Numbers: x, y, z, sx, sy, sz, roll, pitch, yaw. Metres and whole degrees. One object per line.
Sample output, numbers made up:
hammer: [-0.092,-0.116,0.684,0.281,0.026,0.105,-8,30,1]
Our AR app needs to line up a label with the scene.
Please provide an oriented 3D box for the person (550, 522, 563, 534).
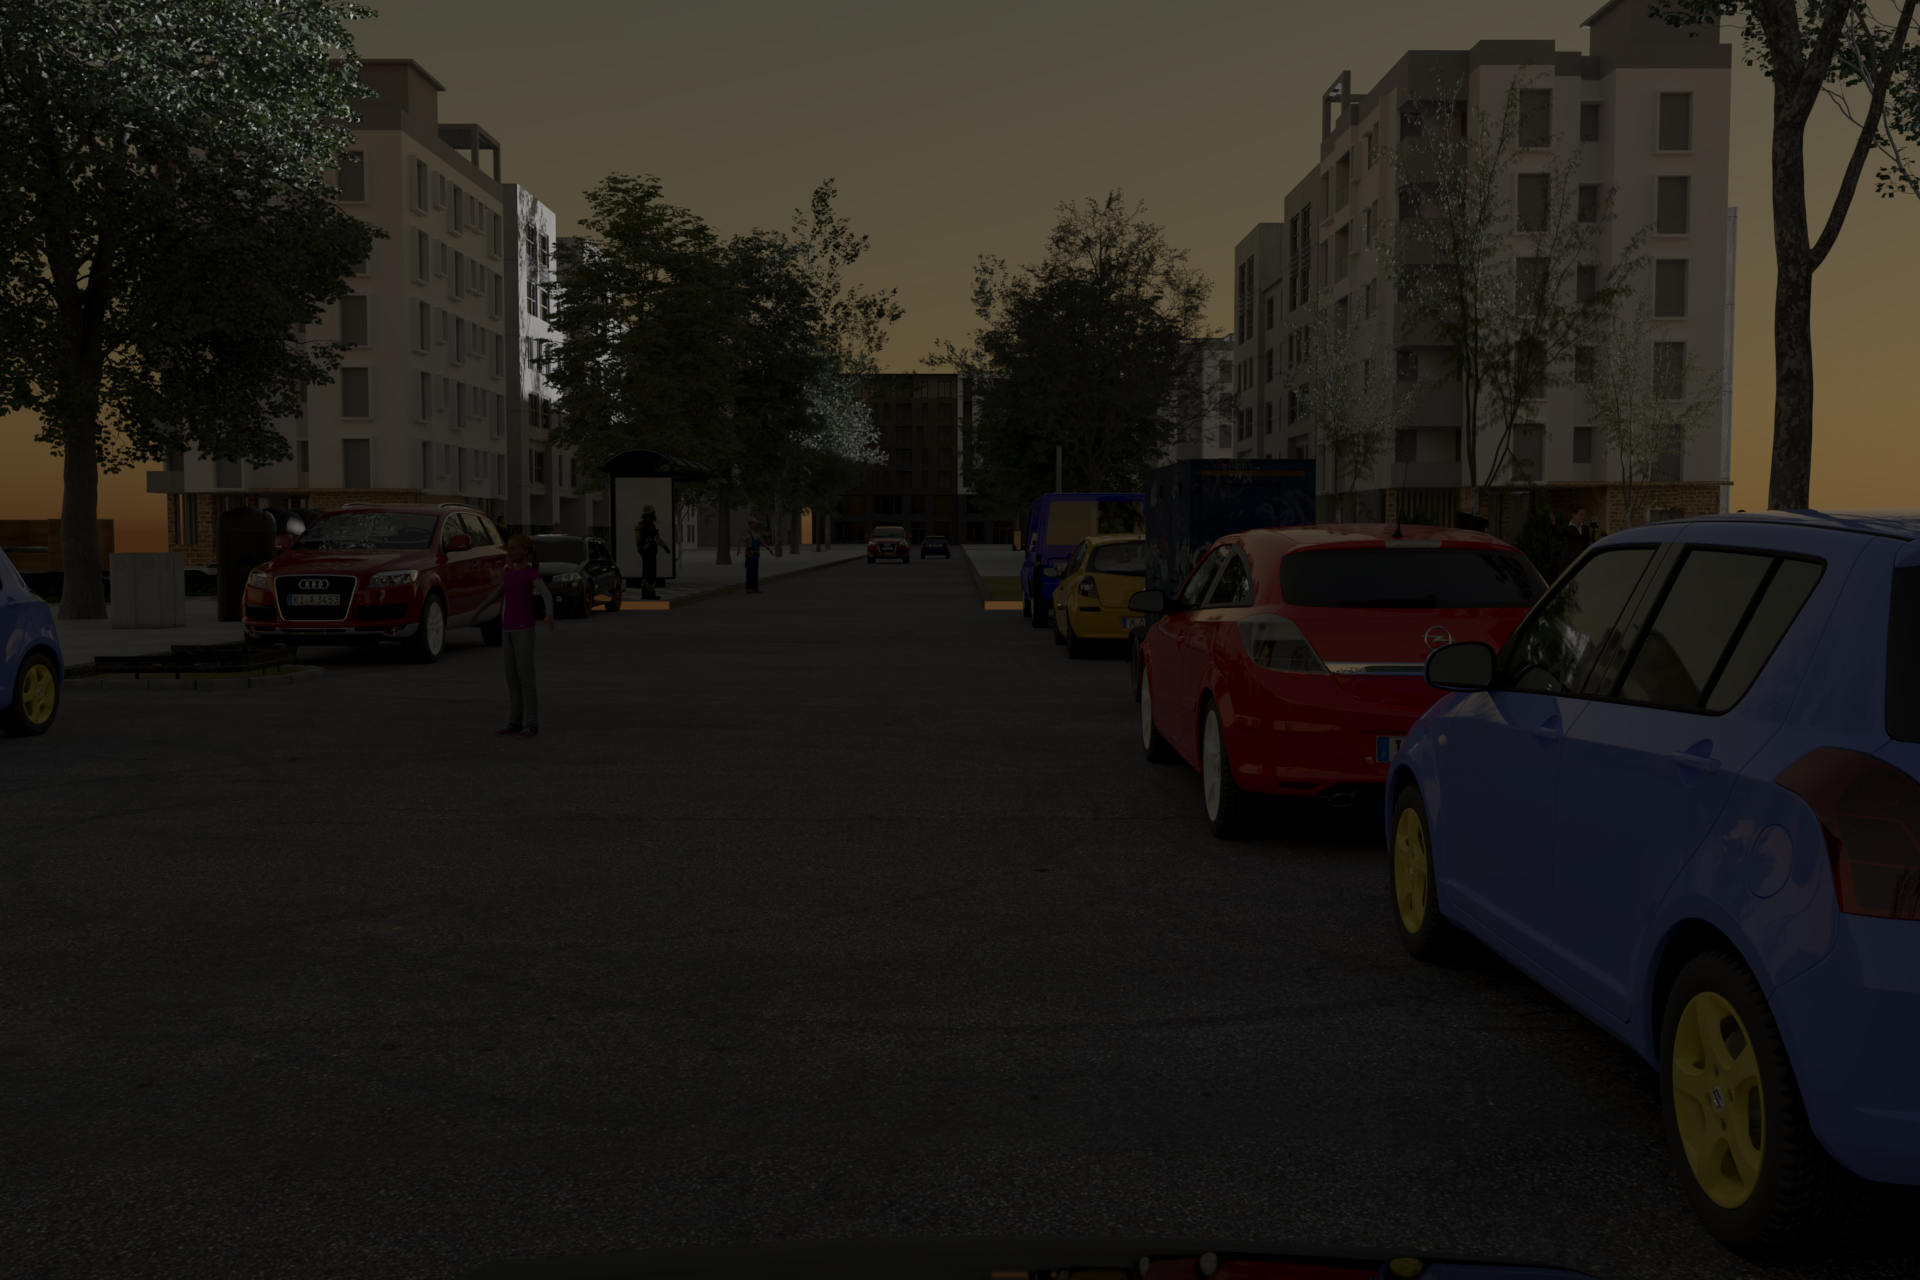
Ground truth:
person: [-15.614,-3.666,66.735,1.217,1.733,0.721,2,4,29]

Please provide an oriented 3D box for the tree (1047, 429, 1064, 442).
tree: [5.516,-9.571,106.851,4.737,8.622,4.395,0,3,0]

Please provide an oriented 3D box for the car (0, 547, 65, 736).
car: [-7.378,-0.088,11.031,1.945,1.707,3.694,0,3,0]

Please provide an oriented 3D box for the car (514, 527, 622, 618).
car: [-7.173,-1.281,30.732,2.009,1.686,4.222,0,4,0]

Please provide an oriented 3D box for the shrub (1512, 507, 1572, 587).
shrub: [13.666,-2.194,40.289,1.690,2.028,1.600,0,3,0]

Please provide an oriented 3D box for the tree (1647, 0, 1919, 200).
tree: [22.157,-11.229,39.479,12.611,20.169,13.585,0,3,0]

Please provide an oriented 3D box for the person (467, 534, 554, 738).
person: [-3.162,-0.032,12.240,0.991,1.433,0.599,3,5,41]

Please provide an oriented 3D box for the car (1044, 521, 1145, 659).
car: [2.065,-0.676,21.274,2.015,1.641,3.980,0,4,0]

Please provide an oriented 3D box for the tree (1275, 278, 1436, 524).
tree: [10.896,-6.132,50.625,4.360,8.622,3.978,0,3,0]

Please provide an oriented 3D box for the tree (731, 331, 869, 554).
tree: [-10.553,-12.467,110.497,9.857,13.997,8.962,0,3,0]

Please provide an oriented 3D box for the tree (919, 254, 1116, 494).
tree: [3.896,-16.058,118.440,12.611,20.169,13.585,0,3,0]

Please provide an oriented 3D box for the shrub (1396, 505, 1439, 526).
shrub: [11.784,-2.487,44.696,1.661,2.075,1.752,0,3,0]

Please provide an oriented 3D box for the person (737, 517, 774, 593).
person: [-5.001,-2.054,41.904,0.705,1.847,1.347,2,4,33]

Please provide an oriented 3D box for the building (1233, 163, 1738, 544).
building: [25.379,-13.760,91.441,16.747,18.905,31.486,0,4,0]

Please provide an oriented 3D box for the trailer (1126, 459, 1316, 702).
trailer: [2.184,-0.493,15.113,1.471,1.999,3.904,0,4,-1]

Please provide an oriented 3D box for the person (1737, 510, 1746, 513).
person: [14.556,-1.568,32.446,1.217,1.737,0.721,-1,4,-13]

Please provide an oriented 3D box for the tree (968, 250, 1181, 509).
tree: [5.378,-10.475,77.921,9.857,13.997,8.962,0,3,0]

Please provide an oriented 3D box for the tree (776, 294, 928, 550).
tree: [-9.449,-17.160,136.448,12.611,20.169,13.585,0,3,0]

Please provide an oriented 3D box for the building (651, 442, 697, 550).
building: [-27.658,-12.902,153.103,9.099,9.664,28.070,0,4,0]

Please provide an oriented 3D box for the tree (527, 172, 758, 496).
tree: [-10.067,-8.385,55.220,7.486,12.596,7.792,0,3,0]

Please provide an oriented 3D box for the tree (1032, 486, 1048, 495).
tree: [4.492,-9.196,100.715,4.360,8.622,3.978,0,3,0]

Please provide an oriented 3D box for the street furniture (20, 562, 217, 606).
street furniture: [-16.188,-1.261,36.249,5.734,0.657,10.072,1,4,23]

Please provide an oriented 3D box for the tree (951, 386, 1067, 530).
tree: [4.432,-14.194,138.731,9.857,13.997,8.962,0,3,0]

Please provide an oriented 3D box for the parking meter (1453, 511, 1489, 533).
parking meter: [5.550,-0.638,18.844,0.372,1.533,0.369,0,3,0]

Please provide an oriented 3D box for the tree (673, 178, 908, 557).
tree: [-9.322,-14.509,93.110,12.611,20.169,13.585,0,3,0]

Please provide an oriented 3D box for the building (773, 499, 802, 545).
building: [-28.621,-20.594,203.170,16.747,18.905,31.486,0,4,1]

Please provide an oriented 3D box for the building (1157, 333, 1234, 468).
building: [23.849,-18.787,163.581,16.016,20.090,11.380,0,4,0]

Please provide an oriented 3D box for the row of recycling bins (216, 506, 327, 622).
row of recycling bins: [-10.501,-1.215,26.986,1.069,1.692,3.534,0,4,0]

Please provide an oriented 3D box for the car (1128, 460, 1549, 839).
car: [2.058,-0.036,9.628,2.155,1.783,4.494,0,4,0]

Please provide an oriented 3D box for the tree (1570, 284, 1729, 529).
tree: [19.783,-6.183,51.450,4.360,8.622,3.978,0,3,0]

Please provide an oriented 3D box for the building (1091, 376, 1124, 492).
building: [22.982,-20.498,201.598,16.747,18.905,31.486,0,4,0]

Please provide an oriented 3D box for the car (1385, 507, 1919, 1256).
car: [2.344,0.297,4.743,1.945,1.707,3.694,0,3,0]

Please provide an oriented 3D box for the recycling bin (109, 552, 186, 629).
recycling bin: [-11.110,-0.682,23.700,0.722,1.027,0.722,0,4,0]

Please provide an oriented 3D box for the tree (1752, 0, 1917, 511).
tree: [7.919,-9.793,16.007,12.611,20.169,13.585,0,3,0]

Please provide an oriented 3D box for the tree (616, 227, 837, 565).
tree: [-10.064,-10.160,72.777,9.857,13.997,8.962,0,3,0]

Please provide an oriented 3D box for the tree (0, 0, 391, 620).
tree: [-13.269,-7.300,26.004,9.857,13.997,8.962,0,3,0]

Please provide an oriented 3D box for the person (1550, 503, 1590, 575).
person: [8.623,-1.074,24.410,0.742,1.727,0.445,-3,5,-43]

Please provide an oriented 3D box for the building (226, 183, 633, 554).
building: [-30.732,-14.489,103.358,16.747,18.905,31.486,0,4,0]

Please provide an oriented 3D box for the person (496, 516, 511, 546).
person: [-13.223,-2.682,50.030,0.705,1.806,1.347,1,4,19]

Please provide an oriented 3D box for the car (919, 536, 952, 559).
car: [-1.440,-5.402,100.899,1.945,1.354,3.894,0,4,-1]

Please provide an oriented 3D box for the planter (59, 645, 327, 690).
planter: [-7.349,0.259,16.902,1.991,0.319,1.994,0,4,0]

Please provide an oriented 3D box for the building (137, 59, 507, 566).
building: [-26.825,-13.089,70.429,16.016,20.090,11.380,0,4,0]

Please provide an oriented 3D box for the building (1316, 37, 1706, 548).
building: [20.303,-13.201,72.248,16.016,20.090,11.380,0,3,0]

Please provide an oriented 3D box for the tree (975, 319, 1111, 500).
tree: [4.659,-10.551,90.637,7.486,12.596,7.792,0,3,0]

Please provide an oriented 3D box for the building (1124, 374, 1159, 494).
building: [22.372,-19.911,181.963,16.016,20.090,11.380,0,4,0]

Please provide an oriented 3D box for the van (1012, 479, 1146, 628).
van: [2.021,-1.453,28.147,2.240,2.365,5.245,0,4,0]

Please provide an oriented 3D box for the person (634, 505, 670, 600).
person: [-6.070,-1.723,33.950,0.705,1.856,1.354,-2,4,-35]

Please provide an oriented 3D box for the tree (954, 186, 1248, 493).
tree: [4.919,-9.270,61.941,12.009,13.543,11.850,0,3,0]

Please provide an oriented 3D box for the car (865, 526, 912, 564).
car: [-3.506,-4.702,85.558,2.281,1.827,5.304,0,4,-1]

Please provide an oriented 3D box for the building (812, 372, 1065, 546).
building: [-2.561,-23.415,229.264,32.646,21.610,27.936,0,4,0]

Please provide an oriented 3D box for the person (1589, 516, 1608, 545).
person: [20.085,-3.009,54.965,1.354,1.858,0.705,0,4,-2]

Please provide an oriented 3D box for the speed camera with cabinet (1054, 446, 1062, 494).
speed camera with cabinet: [2.436,-2.695,38.407,0.660,3.252,2.038,0,4,-2]

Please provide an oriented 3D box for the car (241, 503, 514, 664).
car: [-6.824,-0.745,20.855,2.281,1.827,5.304,0,3,0]

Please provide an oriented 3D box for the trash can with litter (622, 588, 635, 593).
trash can with litter: [-7.862,-1.663,38.250,1.678,1.210,2.233,0,4,0]

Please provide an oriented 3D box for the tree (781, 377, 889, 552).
tree: [-10.168,-13.028,123.375,12.009,13.543,11.850,0,3,0]

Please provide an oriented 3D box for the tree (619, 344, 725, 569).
tree: [-10.229,-6.910,63.339,4.360,8.622,3.978,0,3,0]

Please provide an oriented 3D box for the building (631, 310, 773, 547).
building: [-29.546,-21.193,177.435,19.493,23.208,18.063,0,4,0]

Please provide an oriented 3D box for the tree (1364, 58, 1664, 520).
tree: [8.097,-4.729,27.684,4.360,8.622,3.978,0,3,0]

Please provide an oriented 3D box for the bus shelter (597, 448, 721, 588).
bus shelter: [-7.478,-3.041,43.648,2.014,3.302,5.546,0,4,2]

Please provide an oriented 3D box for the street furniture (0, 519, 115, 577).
street furniture: [-28.609,-2.829,53.109,11.010,1.723,9.812,3,4,38]
